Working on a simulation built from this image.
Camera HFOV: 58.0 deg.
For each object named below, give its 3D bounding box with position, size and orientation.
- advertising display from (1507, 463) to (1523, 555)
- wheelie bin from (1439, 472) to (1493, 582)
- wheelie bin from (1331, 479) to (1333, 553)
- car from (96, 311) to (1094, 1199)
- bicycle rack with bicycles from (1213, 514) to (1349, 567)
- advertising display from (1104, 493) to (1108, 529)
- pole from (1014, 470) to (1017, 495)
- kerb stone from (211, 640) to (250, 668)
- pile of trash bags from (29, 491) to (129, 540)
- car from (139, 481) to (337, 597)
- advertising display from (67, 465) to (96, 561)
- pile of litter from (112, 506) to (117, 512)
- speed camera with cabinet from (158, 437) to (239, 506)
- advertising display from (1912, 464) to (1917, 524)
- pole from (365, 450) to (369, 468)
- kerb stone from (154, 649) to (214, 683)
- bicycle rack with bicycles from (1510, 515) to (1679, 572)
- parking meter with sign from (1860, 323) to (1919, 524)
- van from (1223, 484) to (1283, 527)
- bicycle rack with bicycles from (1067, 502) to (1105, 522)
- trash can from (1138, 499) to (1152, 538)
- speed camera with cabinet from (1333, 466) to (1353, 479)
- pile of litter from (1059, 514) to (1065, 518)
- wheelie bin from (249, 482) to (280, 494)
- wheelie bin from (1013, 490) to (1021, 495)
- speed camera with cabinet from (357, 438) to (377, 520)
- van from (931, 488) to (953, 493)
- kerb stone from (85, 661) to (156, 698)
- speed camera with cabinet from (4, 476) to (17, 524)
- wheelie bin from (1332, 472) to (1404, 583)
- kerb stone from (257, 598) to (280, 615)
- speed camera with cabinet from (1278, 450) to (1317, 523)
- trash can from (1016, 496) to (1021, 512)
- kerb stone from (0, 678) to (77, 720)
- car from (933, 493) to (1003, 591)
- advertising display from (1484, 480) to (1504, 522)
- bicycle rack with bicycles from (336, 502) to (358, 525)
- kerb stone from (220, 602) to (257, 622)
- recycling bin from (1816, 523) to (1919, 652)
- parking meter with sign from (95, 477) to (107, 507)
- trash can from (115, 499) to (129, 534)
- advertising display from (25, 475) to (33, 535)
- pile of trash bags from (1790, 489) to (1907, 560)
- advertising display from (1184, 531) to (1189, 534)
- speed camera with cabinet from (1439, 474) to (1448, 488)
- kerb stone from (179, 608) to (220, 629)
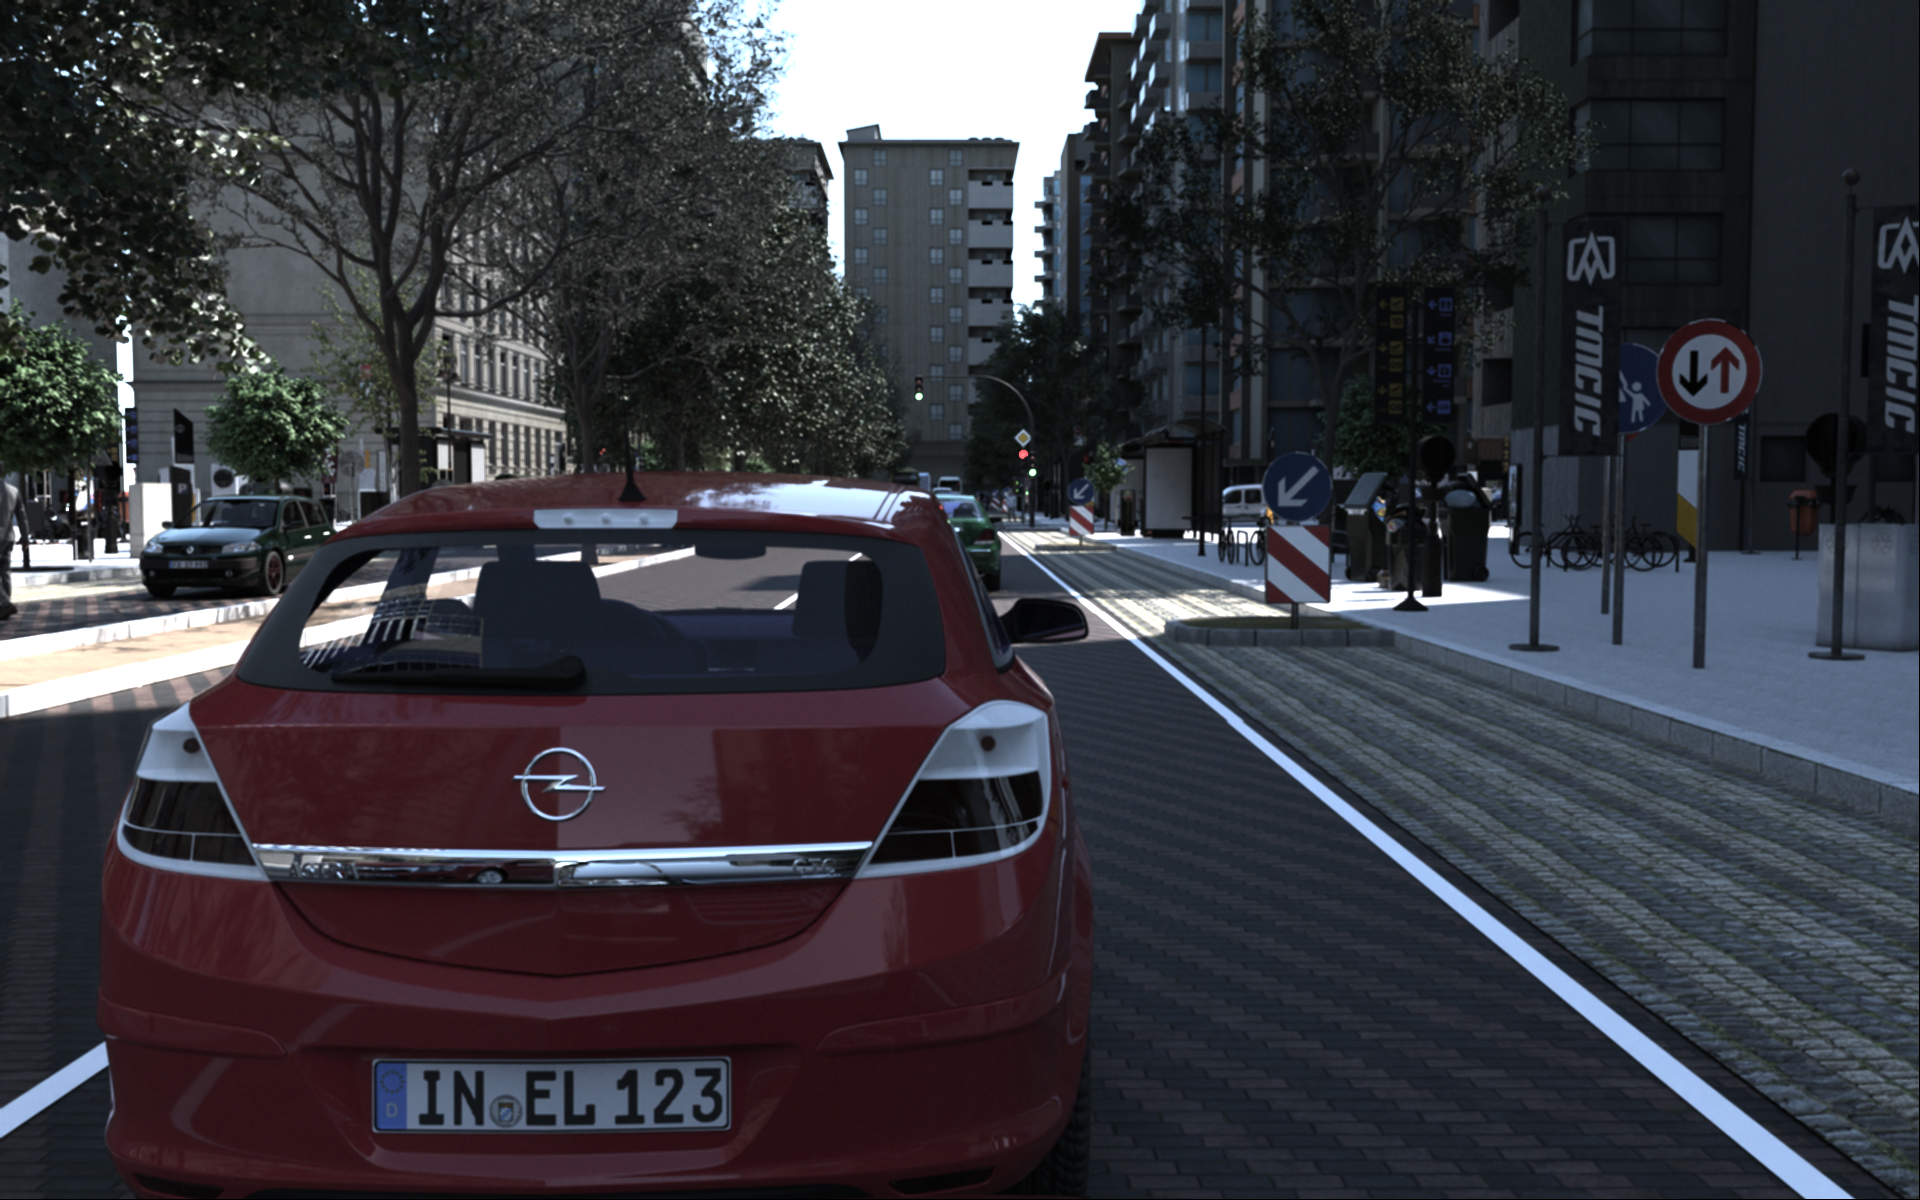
[{"bbox_3d":[11.759,-1.927,36.719,0.123,1.923,0.974,0,4,7],"label":"advertising display"},{"bbox_3d":[7.434,-1.078,25.534,0.693,1.594,0.980,0,4,1],"label":"wheelie bin"},{"bbox_3d":[8.263,-1.802,37.366,0.980,1.594,0.693,0,4,-6],"label":"wheelie bin"},{"bbox_3d":[-0.671,0.257,4.841,2.155,1.783,4.494,0,4,-1],"label":"car"},{"bbox_3d":[5.879,-1.099,31.347,2.852,0.926,2.925,0,4,5],"label":"bicycle rack with bicycles"},{"bbox_3d":[5.362,-3.564,63.482,0.123,1.923,0.974,0,4,4],"label":"advertising display"},{"bbox_3d":[4.693,-9.294,145.803,0.158,3.312,0.155,0,3,0],"label":"pole"},{"bbox_3d":[-6.187,0.465,14.669,0.120,0.150,1.000,0,4,0],"label":"kerb stone"},{"bbox_3d":[-24.969,-2.459,49.962,1.912,1.369,3.447,1,4,12],"label":"pile of trash bags"},{"bbox_3d":[-10.457,-0.956,25.417,2.009,1.686,4.222,0,4,-1],"label":"car"},{"bbox_3d":[-17.101,-1.745,33.747,0.123,1.923,0.974,0,4,-5],"label":"advertising display"},{"bbox_3d":[-32.394,-3.180,65.951,1.176,0.858,1.719,3,5,44],"label":"pile of litter"},{"bbox_3d":[-22.089,-3.423,50.295,2.038,3.252,0.660,-1,4,-15],"label":"speed camera with cabinet"},{"bbox_3d":[20.722,-1.924,36.676,0.974,1.923,0.123,1,4,14],"label":"advertising display"},{"bbox_3d":[-27.354,-5.269,79.984,0.158,3.312,0.155,0,3,0],"label":"pole"},{"bbox_3d":[-6.171,0.529,13.641,0.120,0.150,1.000,0,4,0],"label":"kerb stone"},{"bbox_3d":[10.930,-0.991,29.591,2.925,0.926,2.852,1,4,11],"label":"bicycle rack with bicycles"},{"bbox_3d":[9.947,-1.282,17.230,0.543,3.016,1.738,-3,5,-41],"label":"parking meter with sign"},{"bbox_3d":[11.316,-3.940,71.426,4.112,2.044,2.013,0,4,0],"label":"van"},{"bbox_3d":[6.431,-4.078,80.054,2.925,0.926,2.852,-2,4,-34],"label":"bicycle rack with bicycles"},{"bbox_3d":[5.639,-2.422,51.246,0.748,1.137,0.748,0,3,0],"label":"trash can"},{"bbox_3d":[11.601,-3.444,50.643,0.660,3.252,2.038,3,4,39],"label":"speed camera with cabinet"},{"bbox_3d":[6.022,-4.897,94.033,1.176,0.858,1.719,-2,4,-26],"label":"pile of litter"},{"bbox_3d":[-18.144,-2.287,45.292,0.980,1.594,0.693,-1,4,-22],"label":"wheelie bin"},{"bbox_3d":[4.734,-8.523,147.265,0.980,1.594,0.693,1,4,15],"label":"wheelie bin"},{"bbox_3d":[-20.879,-4.076,60.984,0.660,3.252,2.038,-1,4,-18],"label":"speed camera with cabinet"},{"bbox_3d":[-1.190,-6.448,112.434,2.013,2.044,4.112,0,4,-2],"label":"van"},{"bbox_3d":[-6.165,0.586,12.616,0.120,0.150,1.000,0,4,0],"label":"kerb stone"},{"bbox_3d":[-41.588,-4.953,75.313,0.660,3.252,2.038,-3,5,-42],"label":"speed camera with cabinet"},{"bbox_3d":[6.072,-1.071,25.426,0.693,1.594,0.980,-1,4,-19],"label":"wheelie bin"},{"bbox_3d":[-8.303,0.090,20.760,0.120,0.150,1.000,0,4,0],"label":"kerb stone"},{"bbox_3d":[14.995,-5.055,76.979,2.038,3.252,0.660,0,4,4],"label":"speed camera with cabinet"},{"bbox_3d":[4.461,-7.041,126.768,0.748,1.137,0.748,0,3,0],"label":"trash can"},{"bbox_3d":[-6.155,0.649,11.586,0.120,0.150,1.000,0,4,0],"label":"kerb stone"},{"bbox_3d":[-0.358,-0.936,27.095,2.131,1.459,4.920,0,4,-2],"label":"car"},{"bbox_3d":[24.823,-4.607,80.544,0.123,1.923,0.974,-3,5,-39],"label":"advertising display"},{"bbox_3d":[-27.541,-3.796,75.441,2.925,0.926,2.852,-2,4,-24],"label":"bicycle rack with bicycles"},{"bbox_3d":[-8.299,0.151,19.736,0.120,0.150,1.000,0,4,0],"label":"kerb stone"},{"bbox_3d":[7.702,-0.120,14.508,0.722,1.027,0.722,-3,4,-36],"label":"recycling bin"},{"bbox_3d":[-73.467,-9.279,147.964,0.543,3.016,1.738,-3,5,-40],"label":"parking meter with sign"},{"bbox_3d":[-26.520,-2.663,55.195,0.748,1.137,0.748,0,3,0],"label":"trash can"},{"bbox_3d":[-29.220,-3.003,54.319,0.123,1.923,0.974,-3,4,-37],"label":"advertising display"},{"bbox_3d":[17.448,-1.414,32.879,1.912,1.369,3.447,-3,5,-41],"label":"pile of trash bags"},{"bbox_3d":[7.102,-3.086,55.664,0.123,1.923,0.974,-2,4,-27],"label":"advertising display"},{"bbox_3d":[21.222,-4.883,74.169,2.038,3.252,0.660,0,4,6],"label":"speed camera with cabinet"},{"bbox_3d":[-8.298,0.213,18.714,0.120,0.150,1.000,0,4,0],"label":"kerb stone"}]
